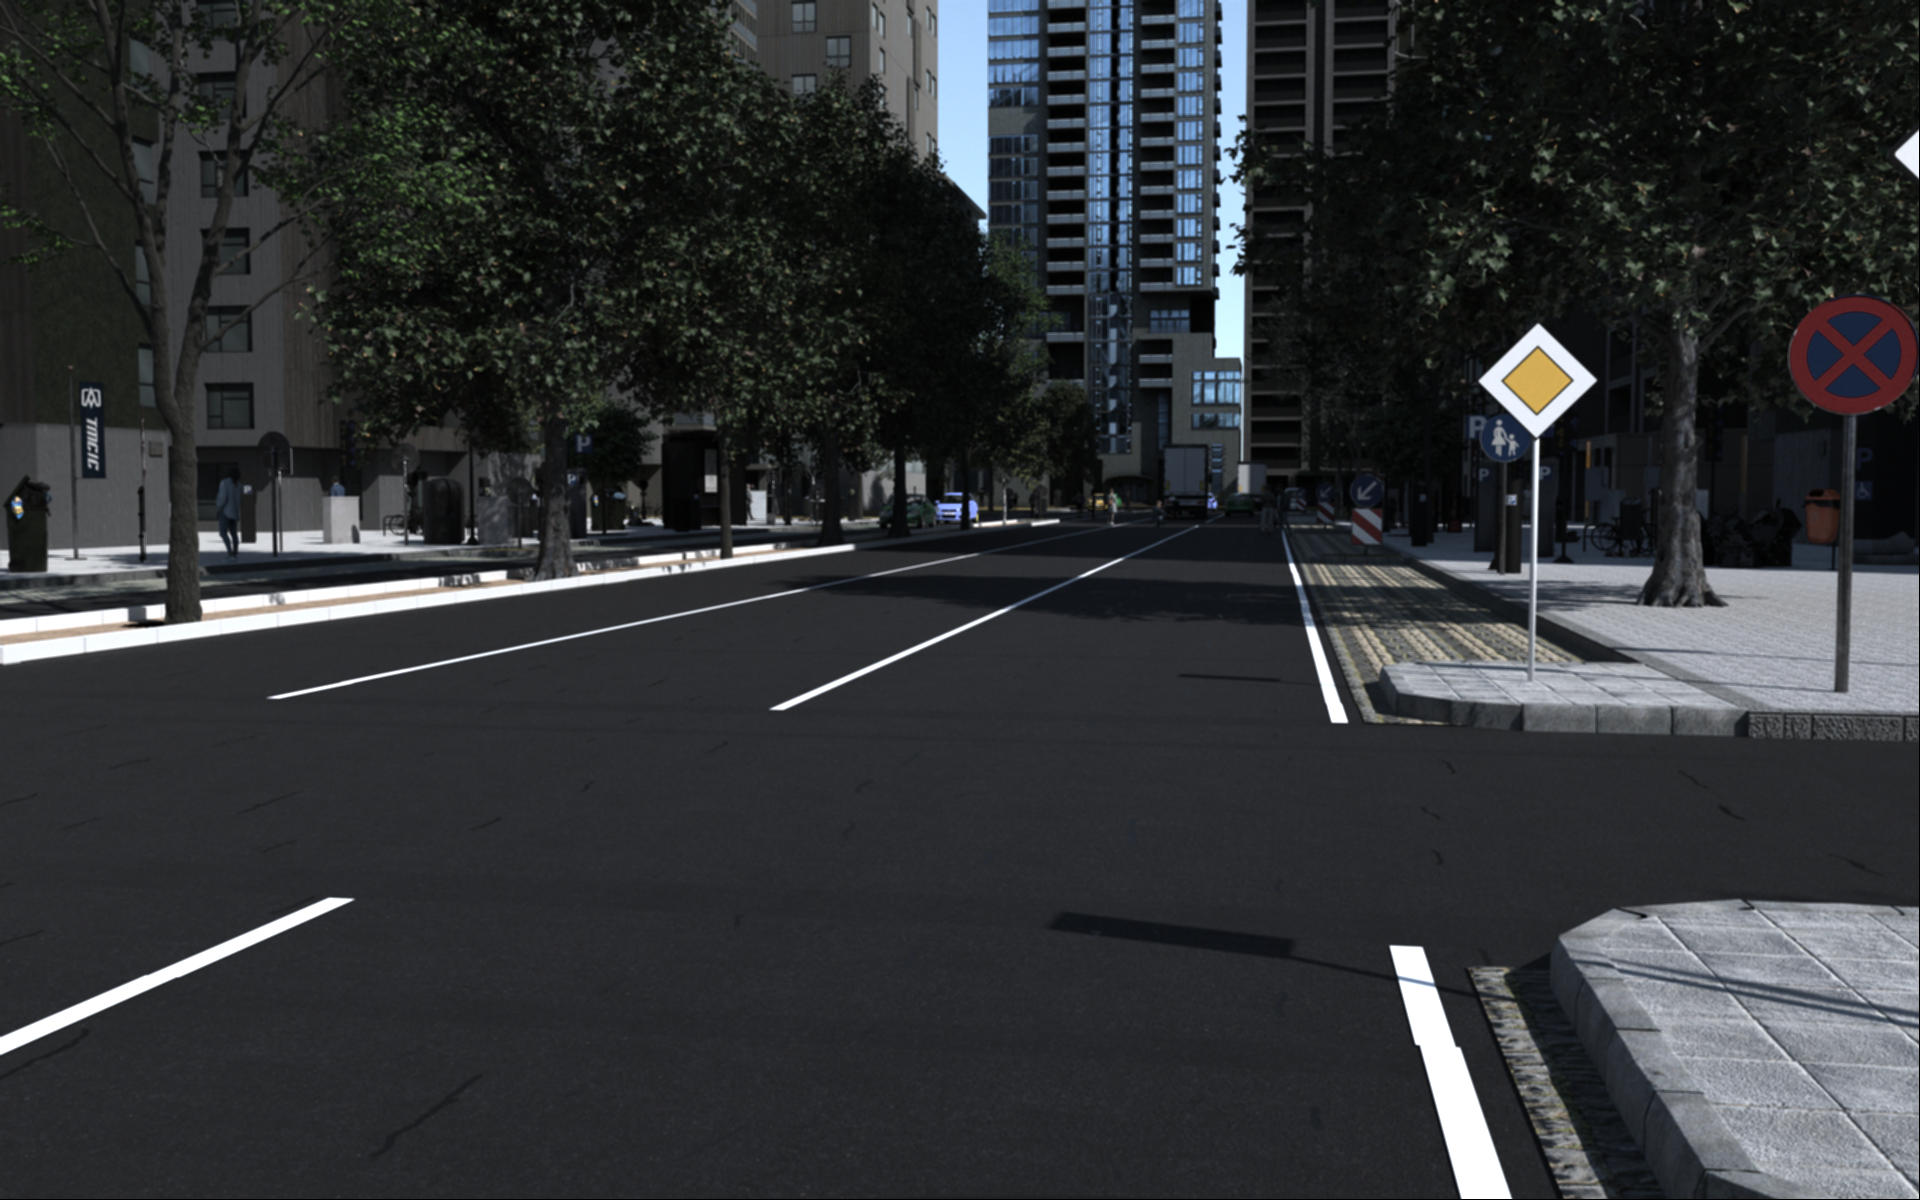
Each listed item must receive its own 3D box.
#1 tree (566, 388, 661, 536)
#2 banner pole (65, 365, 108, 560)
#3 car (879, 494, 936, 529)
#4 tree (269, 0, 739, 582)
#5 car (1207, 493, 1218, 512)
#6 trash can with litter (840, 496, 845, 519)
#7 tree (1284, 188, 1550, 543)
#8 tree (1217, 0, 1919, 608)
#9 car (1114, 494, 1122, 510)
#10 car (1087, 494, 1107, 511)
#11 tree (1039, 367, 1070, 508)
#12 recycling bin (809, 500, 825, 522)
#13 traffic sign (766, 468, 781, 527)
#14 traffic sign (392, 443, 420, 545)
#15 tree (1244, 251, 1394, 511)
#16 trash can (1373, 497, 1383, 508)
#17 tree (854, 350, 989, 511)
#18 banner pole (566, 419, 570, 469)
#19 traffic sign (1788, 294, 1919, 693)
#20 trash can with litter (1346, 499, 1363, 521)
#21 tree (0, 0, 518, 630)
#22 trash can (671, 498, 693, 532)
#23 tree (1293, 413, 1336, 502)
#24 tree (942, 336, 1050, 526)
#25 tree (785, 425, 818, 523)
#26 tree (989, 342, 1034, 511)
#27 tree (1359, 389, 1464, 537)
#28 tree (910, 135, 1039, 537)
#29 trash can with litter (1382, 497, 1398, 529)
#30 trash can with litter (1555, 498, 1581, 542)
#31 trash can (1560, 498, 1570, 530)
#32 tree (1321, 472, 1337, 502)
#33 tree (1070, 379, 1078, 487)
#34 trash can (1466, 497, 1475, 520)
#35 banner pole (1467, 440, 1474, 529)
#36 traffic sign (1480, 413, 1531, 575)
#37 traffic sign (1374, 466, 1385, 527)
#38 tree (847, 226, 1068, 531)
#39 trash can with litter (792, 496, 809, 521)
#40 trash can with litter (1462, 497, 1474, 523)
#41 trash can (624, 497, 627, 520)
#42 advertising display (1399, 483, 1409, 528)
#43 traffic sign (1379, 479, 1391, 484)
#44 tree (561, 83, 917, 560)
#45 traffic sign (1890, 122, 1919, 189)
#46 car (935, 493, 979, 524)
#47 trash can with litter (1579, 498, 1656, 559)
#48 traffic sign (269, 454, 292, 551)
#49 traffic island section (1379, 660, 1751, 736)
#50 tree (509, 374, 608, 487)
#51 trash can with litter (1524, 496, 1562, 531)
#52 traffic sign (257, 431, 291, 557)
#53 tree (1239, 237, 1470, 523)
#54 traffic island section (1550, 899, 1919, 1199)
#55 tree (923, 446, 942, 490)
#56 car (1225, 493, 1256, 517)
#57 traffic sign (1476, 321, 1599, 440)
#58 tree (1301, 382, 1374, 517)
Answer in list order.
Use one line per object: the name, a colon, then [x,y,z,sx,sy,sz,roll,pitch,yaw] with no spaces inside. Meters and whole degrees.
tree: [-10.987,-4.284,53.754,4.285,4.588,4.351,0,3,0]
banner pole: [-17.156,-2.688,33.966,0.401,3.779,0.863,3,4,38]
car: [-2.166,-3.717,72.577,2.131,1.459,4.920,1,4,9]
tree: [-6.585,-6.643,28.071,9.611,12.733,9.660,0,3,0]
car: [19.564,-7.841,137.795,1.945,1.707,3.694,1,4,10]
trash can with litter: [-6.355,-4.720,88.554,0.624,1.170,1.055,-3,5,-41]
tree: [11.993,-6.775,45.187,7.601,10.594,8.767,-1,4,-14]
tree: [8.209,-6.274,19.586,9.611,12.733,9.660,0,3,0]
car: [13.472,-8.964,155.363,1.959,1.807,4.718,1,4,11]
car: [11.529,-8.165,143.721,2.015,1.641,3.980,1,4,9]
tree: [-1.930,-8.336,55.758,9.611,12.733,9.660,0,3,0]
recycling bin: [-6.420,-4.087,79.371,0.722,1.027,0.722,3,4,37]
traffic sign: [-7.336,-4.034,68.086,0.606,2.300,0.079,1,4,15]
traffic sign: [-13.870,-2.643,43.312,0.768,2.556,0.104,1,4,12]
tree: [27.294,-16.647,128.063,12.611,20.169,13.585,0,3,0]
trash can: [19.060,-4.095,78.601,0.748,1.137,0.748,0,3,0]
tree: [-2.946,-10.965,97.411,7.486,12.596,7.792,0,3,0]
banner pole: [-11.624,-3.691,50.370,0.401,3.779,0.863,2,4,30]
traffic sign: [5.710,-0.675,11.143,0.768,2.556,0.104,1,4,16]
trash can with litter: [19.623,-4.440,83.644,2.233,1.210,1.678,0,4,-2]
tree: [-8.284,-5.502,18.164,9.928,11.665,9.643,0,3,0]
trash can: [-9.377,-2.862,58.445,0.748,1.137,0.748,0,3,0]
tree: [30.302,-11.984,146.307,4.737,8.622,4.395,0,3,0]
tree: [1.920,-7.432,74.333,4.737,8.622,4.395,0,3,0]
tree: [-6.444,-7.730,76.747,4.360,8.622,3.978,0,3,0]
tree: [1.907,-12.904,129.101,7.486,12.596,7.792,0,3,0]
tree: [13.817,-4.228,52.841,4.285,4.588,4.351,0,3,0]
tree: [-3.405,-7.737,45.965,9.611,12.733,9.660,0,3,0]
trash can with litter: [15.972,-3.216,63.973,0.624,1.170,1.055,0,4,-1]
trash can with litter: [15.998,-2.122,46.089,1.055,1.170,0.624,-2,4,-35]
trash can: [20.234,-2.872,58.613,0.748,1.137,0.748,0,3,0]
tree: [29.215,-8.789,138.309,1.663,3.219,1.824,0,3,0]
tree: [9.750,-15.187,165.320,9.611,12.733,9.660,0,3,0]
trash can: [24.349,-4.344,82.678,0.748,1.137,0.748,0,3,0]
banner pole: [19.163,-4.543,64.288,0.401,3.779,0.863,-2,4,-25]
traffic sign: [8.625,-1.674,27.468,0.768,2.556,0.104,1,4,13]
traffic sign: [15.341,-3.825,62.651,0.768,2.556,0.104,1,4,14]
tree: [0.270,-8.455,66.450,9.928,11.665,9.643,0,3,0]
trash can with litter: [-7.143,-4.371,82.529,1.678,1.210,2.233,0,4,8]
trash can with litter: [22.935,-4.096,78.363,0.624,1.170,1.055,-1,4,-12]
trash can: [-16.378,-4.377,83.215,0.748,1.137,0.748,0,3,0]
advertising display: [16.753,-3.669,65.199,0.123,1.923,0.974,3,4,36]
traffic sign: [20.932,-5.223,85.496,0.768,2.556,0.104,1,4,20]
tree: [-4.860,-6.108,36.735,8.767,10.594,7.601,1,4,10]
traffic sign: [2.512,-0.105,3.902,0.795,2.593,0.064,1,4,10]
car: [-0.193,-4.565,84.226,1.945,1.707,3.694,1,4,11]
trash can with litter: [14.065,-1.485,35.343,2.233,1.210,1.678,-1,4,-22]
traffic sign: [-15.177,-2.234,38.663,0.606,2.300,0.079,1,4,17]
traffic island section: [3.948,0.639,11.840,2.009,0.180,2.903,1,4,10]
tree: [-14.709,-6.990,64.654,4.737,8.622,4.395,0,3,0]
trash can with litter: [17.553,-2.465,51.362,1.678,1.210,2.233,2,4,27]
traffic sign: [-13.980,-2.151,35.282,0.768,2.556,0.104,1,4,14]
tree: [17.714,-10.199,77.119,12.009,13.543,11.850,0,3,0]
traffic island section: [2.536,1.119,3.980,2.009,0.180,2.903,1,4,10]
tree: [-0.946,-9.680,108.630,4.737,8.622,4.395,0,3,0]
car: [17.849,-6.219,110.473,1.959,1.807,4.718,1,4,11]
traffic sign: [3.923,-0.585,11.762,0.795,2.593,0.064,1,4,10]
tree: [21.549,-9.027,97.957,4.360,8.622,3.978,0,3,0]
